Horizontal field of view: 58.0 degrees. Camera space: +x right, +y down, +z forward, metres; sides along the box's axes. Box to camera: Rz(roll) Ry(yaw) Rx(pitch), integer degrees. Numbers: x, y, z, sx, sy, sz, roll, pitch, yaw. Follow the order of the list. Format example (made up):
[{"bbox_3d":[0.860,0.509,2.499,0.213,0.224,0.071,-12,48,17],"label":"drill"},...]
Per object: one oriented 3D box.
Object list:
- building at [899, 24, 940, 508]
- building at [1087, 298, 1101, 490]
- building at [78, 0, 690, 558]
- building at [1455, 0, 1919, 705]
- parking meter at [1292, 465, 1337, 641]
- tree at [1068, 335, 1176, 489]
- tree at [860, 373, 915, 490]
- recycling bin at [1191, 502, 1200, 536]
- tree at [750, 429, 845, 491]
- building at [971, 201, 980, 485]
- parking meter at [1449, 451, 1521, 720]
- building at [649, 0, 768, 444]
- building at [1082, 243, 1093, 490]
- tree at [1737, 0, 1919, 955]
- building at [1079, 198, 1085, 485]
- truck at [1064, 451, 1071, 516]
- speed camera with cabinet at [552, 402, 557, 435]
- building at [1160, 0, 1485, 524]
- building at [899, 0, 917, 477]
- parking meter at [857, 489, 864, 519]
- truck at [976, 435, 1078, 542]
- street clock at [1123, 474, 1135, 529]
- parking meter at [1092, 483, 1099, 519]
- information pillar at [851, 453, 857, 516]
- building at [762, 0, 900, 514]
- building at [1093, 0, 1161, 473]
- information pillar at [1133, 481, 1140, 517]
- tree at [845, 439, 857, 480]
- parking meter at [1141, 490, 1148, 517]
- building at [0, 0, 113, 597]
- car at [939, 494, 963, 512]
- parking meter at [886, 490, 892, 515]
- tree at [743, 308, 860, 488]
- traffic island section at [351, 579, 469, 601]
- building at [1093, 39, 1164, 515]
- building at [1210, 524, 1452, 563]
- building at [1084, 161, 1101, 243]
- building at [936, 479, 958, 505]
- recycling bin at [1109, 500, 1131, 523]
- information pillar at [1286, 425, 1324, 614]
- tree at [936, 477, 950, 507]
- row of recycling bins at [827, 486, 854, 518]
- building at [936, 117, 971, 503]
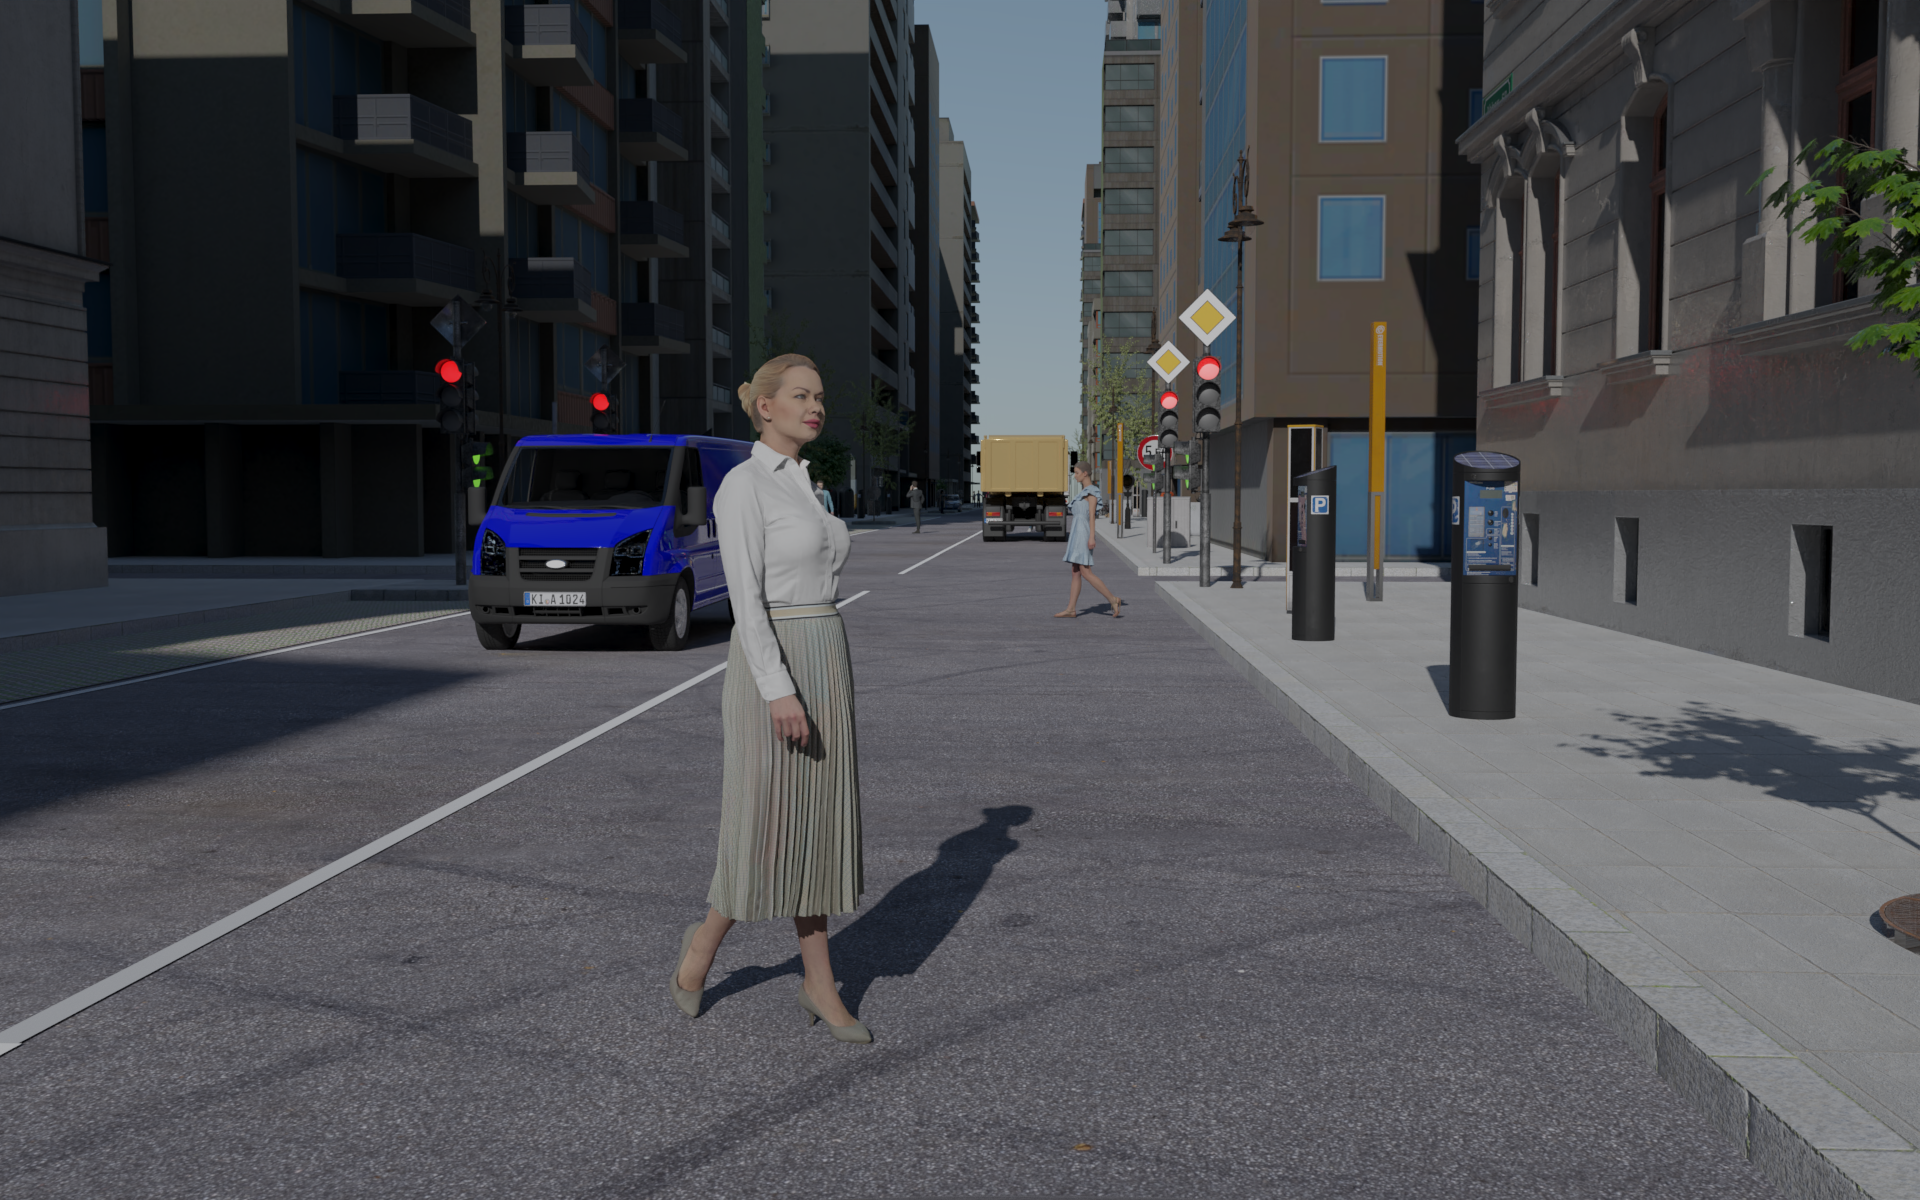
[{"bbox_3d":[-9.301,-31.422,163.867,14.600,45.320,14.200,0,4,3],"label":"building"},{"bbox_3d":[26.393,-19.681,166.818,27.650,21.520,28.899,0,4,3],"label":"building"},{"bbox_3d":[-19.955,-23.995,46.937,22.147,44.769,28.867,0,4,3],"label":"building"},{"bbox_3d":[12.066,-13.611,9.924,14.401,28.519,23.554,0,4,3],"label":"building"},{"bbox_3d":[3.109,-0.416,15.207,0.372,1.533,0.369,0,3,0],"label":"parking meter"},{"bbox_3d":[7.541,-7.915,79.772,4.737,8.622,4.395,0,3,0],"label":"tree"},{"bbox_3d":[-5.056,-9.461,105.045,4.737,8.622,4.395,0,3,0],"label":"tree"},{"bbox_3d":[7.098,-2.471,52.958,0.722,1.027,0.722,2,4,25],"label":"recycling bin"},{"bbox_3d":[-7.526,-5.483,73.366,4.285,4.588,4.351,0,3,0],"label":"tree"},{"bbox_3d":[-8.426,-36.551,252.225,22.147,44.769,28.867,0,4,3],"label":"building"},{"bbox_3d":[3.018,-0.095,9.965,0.372,1.533,0.369,0,3,0],"label":"parking meter"},{"bbox_3d":[-16.913,-24.160,78.617,14.154,41.232,14.086,0,4,3],"label":"building"},{"bbox_3d":[21.112,-26.214,200.292,14.160,30.474,14.107,0,4,3],"label":"building"},{"bbox_3d":[3.273,-0.617,4.688,1.663,3.219,1.824,0,3,0],"label":"tree"},{"bbox_3d":[28.452,-36.443,250.474,22.147,44.769,28.867,0,4,3],"label":"building"},{"bbox_3d":[6.202,-7.923,118.460,2.839,4.237,11.283,0,4,3],"label":"truck"},{"bbox_3d":[-8.488,-2.589,36.661,0.660,3.252,2.038,0,4,-4],"label":"speed camera with cabinet"},{"bbox_3d":[17.659,-26.841,88.966,14.600,45.320,14.200,0,4,3],"label":"building"},{"bbox_3d":[-17.964,-33.885,143.266,28.713,52.752,27.495,0,4,3],"label":"building"},{"bbox_3d":[-5.188,-5.021,90.509,0.372,1.533,0.369,0,3,0],"label":"parking meter"},{"bbox_3d":[2.104,-3.632,55.310,3.469,3.379,9.791,0,4,3],"label":"truck"},{"bbox_3d":[6.155,-3.605,63.519,0.471,2.002,0.358,2,4,25],"label":"street clock"},{"bbox_3d":[7.009,-5.120,89.421,0.399,1.863,0.255,0,4,-4],"label":"parking meter"},{"bbox_3d":[-6.109,-6.607,99.376,0.183,3.616,0.504,-2,4,-35],"label":"information pillar"},{"bbox_3d":[-15.733,-30.277,118.734,21.300,48.544,21.600,0,4,3],"label":"building"},{"bbox_3d":[22.601,-31.554,135.512,23.786,49.044,30.456,0,4,3],"label":"building"},{"bbox_3d":[9.901,-5.669,97.180,0.304,2.012,0.304,3,4,38],"label":"information pillar"},{"bbox_3d":[-6.748,-6.235,85.649,4.285,4.588,4.351,0,3,0],"label":"tree"},{"bbox_3d":[10.271,-5.371,96.232,0.372,1.533,0.369,0,3,0],"label":"parking meter"},{"bbox_3d":[-21.112,-9.455,19.217,19.286,19.102,10.561,0,4,3],"label":"building"},{"bbox_3d":[-0.759,-7.686,137.674,2.014,1.417,4.499,0,4,2],"label":"car"},{"bbox_3d":[-4.440,-6.088,107.942,0.372,1.533,0.369,0,3,0],"label":"parking meter"},{"bbox_3d":[-6.619,-7.191,67.941,4.737,8.622,4.395,0,3,0],"label":"tree"},{"bbox_3d":[-7.073,-0.135,24.496,2.009,0.180,2.903,0,4,3],"label":"traffic island section"},{"bbox_3d":[16.223,-20.918,113.713,14.160,30.474,14.107,0,4,3],"label":"building"},{"bbox_3d":[12.885,-23.677,37.233,14.200,45.320,14.600,0,4,3],"label":"building"},{"bbox_3d":[23.420,-35.392,228.777,14.600,45.320,14.200,0,4,3],"label":"building"},{"bbox_3d":[-16.620,-31.346,204.392,32.217,40.220,23.993,0,4,3],"label":"building"},{"bbox_3d":[7.068,-3.905,76.403,0.722,1.027,0.722,-2,4,-25],"label":"recycling bin"},{"bbox_3d":[3.689,-0.860,18.545,0.304,2.012,0.304,2,4,28],"label":"information pillar"},{"bbox_3d":[-2.093,-11.072,175.632,1.663,3.219,1.824,0,3,0],"label":"tree"},{"bbox_3d":[-7.499,-5.293,93.660,3.534,1.692,1.069,-1,4,-8],"label":"row of recycling bins"},{"bbox_3d":[-9.661,-36.896,226.953,21.300,48.544,21.600,0,4,3],"label":"building"}]
